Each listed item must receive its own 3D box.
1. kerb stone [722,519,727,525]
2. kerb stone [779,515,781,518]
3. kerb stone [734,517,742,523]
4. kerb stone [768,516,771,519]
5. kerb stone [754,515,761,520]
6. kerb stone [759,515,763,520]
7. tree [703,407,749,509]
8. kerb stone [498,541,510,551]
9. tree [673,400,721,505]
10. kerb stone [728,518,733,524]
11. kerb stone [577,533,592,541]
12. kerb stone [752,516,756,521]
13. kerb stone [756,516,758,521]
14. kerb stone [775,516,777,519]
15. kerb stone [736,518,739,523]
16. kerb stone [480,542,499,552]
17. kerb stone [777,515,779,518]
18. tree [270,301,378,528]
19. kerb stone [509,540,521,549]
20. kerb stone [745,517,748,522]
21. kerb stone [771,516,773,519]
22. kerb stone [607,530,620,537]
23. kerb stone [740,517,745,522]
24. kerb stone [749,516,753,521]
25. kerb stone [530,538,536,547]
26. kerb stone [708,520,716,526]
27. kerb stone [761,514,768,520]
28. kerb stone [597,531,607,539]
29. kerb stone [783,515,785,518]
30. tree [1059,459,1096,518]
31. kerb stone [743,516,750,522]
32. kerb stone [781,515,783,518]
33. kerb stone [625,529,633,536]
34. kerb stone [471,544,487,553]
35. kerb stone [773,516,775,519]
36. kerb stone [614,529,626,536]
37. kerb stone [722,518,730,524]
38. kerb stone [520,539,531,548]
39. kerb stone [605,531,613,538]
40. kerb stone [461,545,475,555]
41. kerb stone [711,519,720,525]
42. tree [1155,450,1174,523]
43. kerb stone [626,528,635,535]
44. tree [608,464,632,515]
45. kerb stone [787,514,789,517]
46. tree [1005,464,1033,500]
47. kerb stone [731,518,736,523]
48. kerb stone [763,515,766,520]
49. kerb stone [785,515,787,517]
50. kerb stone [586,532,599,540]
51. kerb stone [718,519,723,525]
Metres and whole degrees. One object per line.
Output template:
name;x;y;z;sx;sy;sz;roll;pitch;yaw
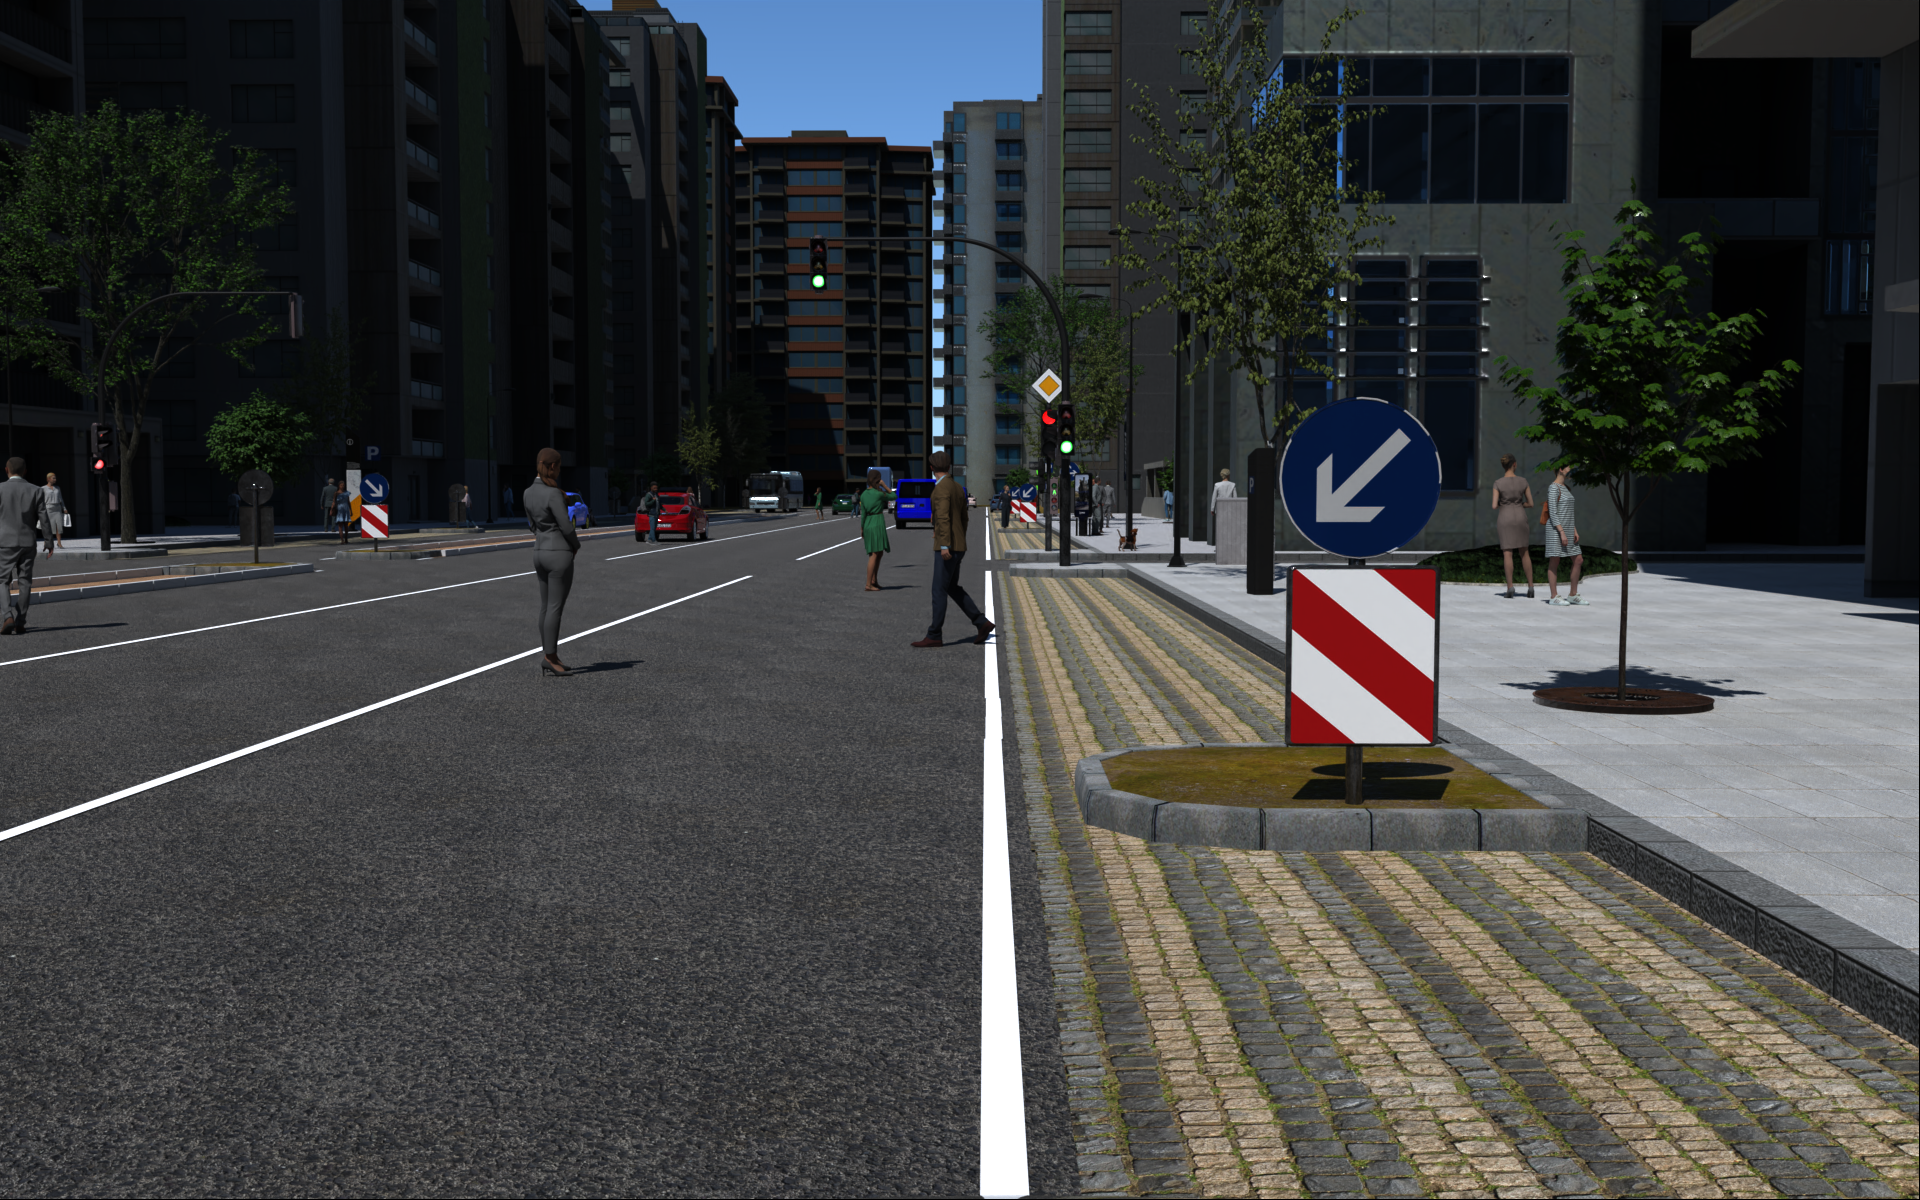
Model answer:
kerb stone;-11.176;-3.602;81.096;0.120;0.150;1.000;0;4;1
kerb stone;-10.850;-4.918;102.613;0.120;0.150;1.000;0;4;1
kerb stone;-11.109;-3.916;86.224;0.120;0.150;1.000;0;4;1
kerb stone;-10.930;-4.597;97.479;0.120;0.150;1.000;0;4;1
kerb stone;-10.992;-4.349;93.390;0.120;0.150;1.000;0;4;1
kerb stone;-10.978;-4.417;94.412;0.120;0.150;1.000;0;4;1
tree;-19.923;-11.976;146.161;4.360;8.622;3.978;0;3;0
kerb stone;-11.744;-1.346;44.206;0.120;0.150;1.000;0;4;1
tree;-20.413;-11.316;135.383;4.737;8.622;4.395;0;3;0
kerb stone;-11.154;-3.728;83.152;0.120;0.150;1.000;0;4;1
kerb stone;-11.615;-1.910;53.424;0.120;0.150;1.000;0;4;1
kerb stone;-11.023;-4.229;91.344;0.120;0.150;1.000;0;4;1
kerb stone;-11.008;-4.286;92.366;0.120;0.150;1.000;0;4;1
kerb stone;-10.882;-4.792;100.546;0.120;0.150;1.000;0;4;1
kerb stone;-11.118;-3.850;85.197;0.120;0.150;1.000;0;4;1
kerb stone;-11.768;-1.283;43.184;0.120;0.150;1.000;0;4;1
kerb stone;-10.866;-4.855;101.575;0.120;0.150;1.000;0;4;1
tree;-24.396;-7.098;66.414;4.737;8.622;4.395;0;3;0
kerb stone;-11.730;-1.409;45.228;0.120;0.150;1.000;0;4;1
kerb stone;-11.076;-4.041;88.271;0.120;0.150;1.000;0;4;1
kerb stone;-10.917;-4.663;98.502;0.120;0.150;1.000;0;4;1
kerb stone;-11.543;-2.156;57.523;0.120;0.150;1.000;0;4;1
kerb stone;-11.089;-3.979;87.246;0.120;0.150;1.000;0;4;1
kerb stone;-11.045;-4.166;90.316;0.120;0.150;1.000;0;4;1
kerb stone;-11.700;-1.531;47.281;0.120;0.150;1.000;0;4;1
kerb stone;-11.235;-3.414;78.019;0.120;0.150;1.000;0;4;1
kerb stone;-10.948;-4.542;96.456;0.120;0.150;1.000;0;4;1
kerb stone;-11.570;-2.031;55.468;0.120;0.150;1.000;0;4;1
kerb stone;-10.817;-5.044;104.658;0.120;0.150;1.000;0;4;1
tree;6.757;-6.127;94.773;1.663;3.219;1.824;0;3;0
kerb stone;-11.066;-4.104;89.293;0.120;0.150;1.000;0;4;1
kerb stone;-10.847;-4.981;103.635;0.120;0.150;1.000;0;4;1
kerb stone;-11.512;-2.286;59.574;0.120;0.150;1.000;0;4;1
kerb stone;-11.780;-1.218;42.159;0.120;0.150;1.000;0;4;1
kerb stone;-10.900;-4.730;99.524;0.120;0.150;1.000;0;4;1
kerb stone;-11.526;-2.223;58.545;0.120;0.150;1.000;0;4;1
kerb stone;-11.166;-3.666;82.127;0.120;0.150;1.000;0;4;1
kerb stone;-11.713;-1.472;46.259;0.120;0.150;1.000;0;4;1
kerb stone;-11.559;-2.098;56.493;0.120;0.150;1.000;0;4;1
kerb stone;-11.790;-1.154;41.130;0.120;0.150;1.000;0;4;1
kerb stone;-11.214;-3.477;79.041;0.120;0.150;1.000;0;4;1
tree;9.370;-4.981;76.040;1.663;3.219;1.824;0;3;0
kerb stone;-11.506;-2.349;60.602;0.120;0.150;1.000;0;4;1
tree;-22.174;-7.169;111.815;1.663;3.219;1.824;0;3;0
kerb stone;-10.792;-5.169;106.716;0.120;0.150;1.000;0;4;1
tree;6.596;-12.672;190.908;4.285;4.588;4.351;0;3;0
kerb stone;-11.141;-3.791;84.175;0.120;0.150;1.000;0;4;1
kerb stone;-10.963;-4.478;95.434;0.120;0.150;1.000;0;4;1
kerb stone;-10.811;-5.105;105.687;0.120;0.150;1.000;0;4;1
kerb stone;-11.585;-1.971;54.446;0.120;0.150;1.000;0;4;1
kerb stone;-11.198;-3.539;80.063;0.120;0.150;1.000;0;4;1
